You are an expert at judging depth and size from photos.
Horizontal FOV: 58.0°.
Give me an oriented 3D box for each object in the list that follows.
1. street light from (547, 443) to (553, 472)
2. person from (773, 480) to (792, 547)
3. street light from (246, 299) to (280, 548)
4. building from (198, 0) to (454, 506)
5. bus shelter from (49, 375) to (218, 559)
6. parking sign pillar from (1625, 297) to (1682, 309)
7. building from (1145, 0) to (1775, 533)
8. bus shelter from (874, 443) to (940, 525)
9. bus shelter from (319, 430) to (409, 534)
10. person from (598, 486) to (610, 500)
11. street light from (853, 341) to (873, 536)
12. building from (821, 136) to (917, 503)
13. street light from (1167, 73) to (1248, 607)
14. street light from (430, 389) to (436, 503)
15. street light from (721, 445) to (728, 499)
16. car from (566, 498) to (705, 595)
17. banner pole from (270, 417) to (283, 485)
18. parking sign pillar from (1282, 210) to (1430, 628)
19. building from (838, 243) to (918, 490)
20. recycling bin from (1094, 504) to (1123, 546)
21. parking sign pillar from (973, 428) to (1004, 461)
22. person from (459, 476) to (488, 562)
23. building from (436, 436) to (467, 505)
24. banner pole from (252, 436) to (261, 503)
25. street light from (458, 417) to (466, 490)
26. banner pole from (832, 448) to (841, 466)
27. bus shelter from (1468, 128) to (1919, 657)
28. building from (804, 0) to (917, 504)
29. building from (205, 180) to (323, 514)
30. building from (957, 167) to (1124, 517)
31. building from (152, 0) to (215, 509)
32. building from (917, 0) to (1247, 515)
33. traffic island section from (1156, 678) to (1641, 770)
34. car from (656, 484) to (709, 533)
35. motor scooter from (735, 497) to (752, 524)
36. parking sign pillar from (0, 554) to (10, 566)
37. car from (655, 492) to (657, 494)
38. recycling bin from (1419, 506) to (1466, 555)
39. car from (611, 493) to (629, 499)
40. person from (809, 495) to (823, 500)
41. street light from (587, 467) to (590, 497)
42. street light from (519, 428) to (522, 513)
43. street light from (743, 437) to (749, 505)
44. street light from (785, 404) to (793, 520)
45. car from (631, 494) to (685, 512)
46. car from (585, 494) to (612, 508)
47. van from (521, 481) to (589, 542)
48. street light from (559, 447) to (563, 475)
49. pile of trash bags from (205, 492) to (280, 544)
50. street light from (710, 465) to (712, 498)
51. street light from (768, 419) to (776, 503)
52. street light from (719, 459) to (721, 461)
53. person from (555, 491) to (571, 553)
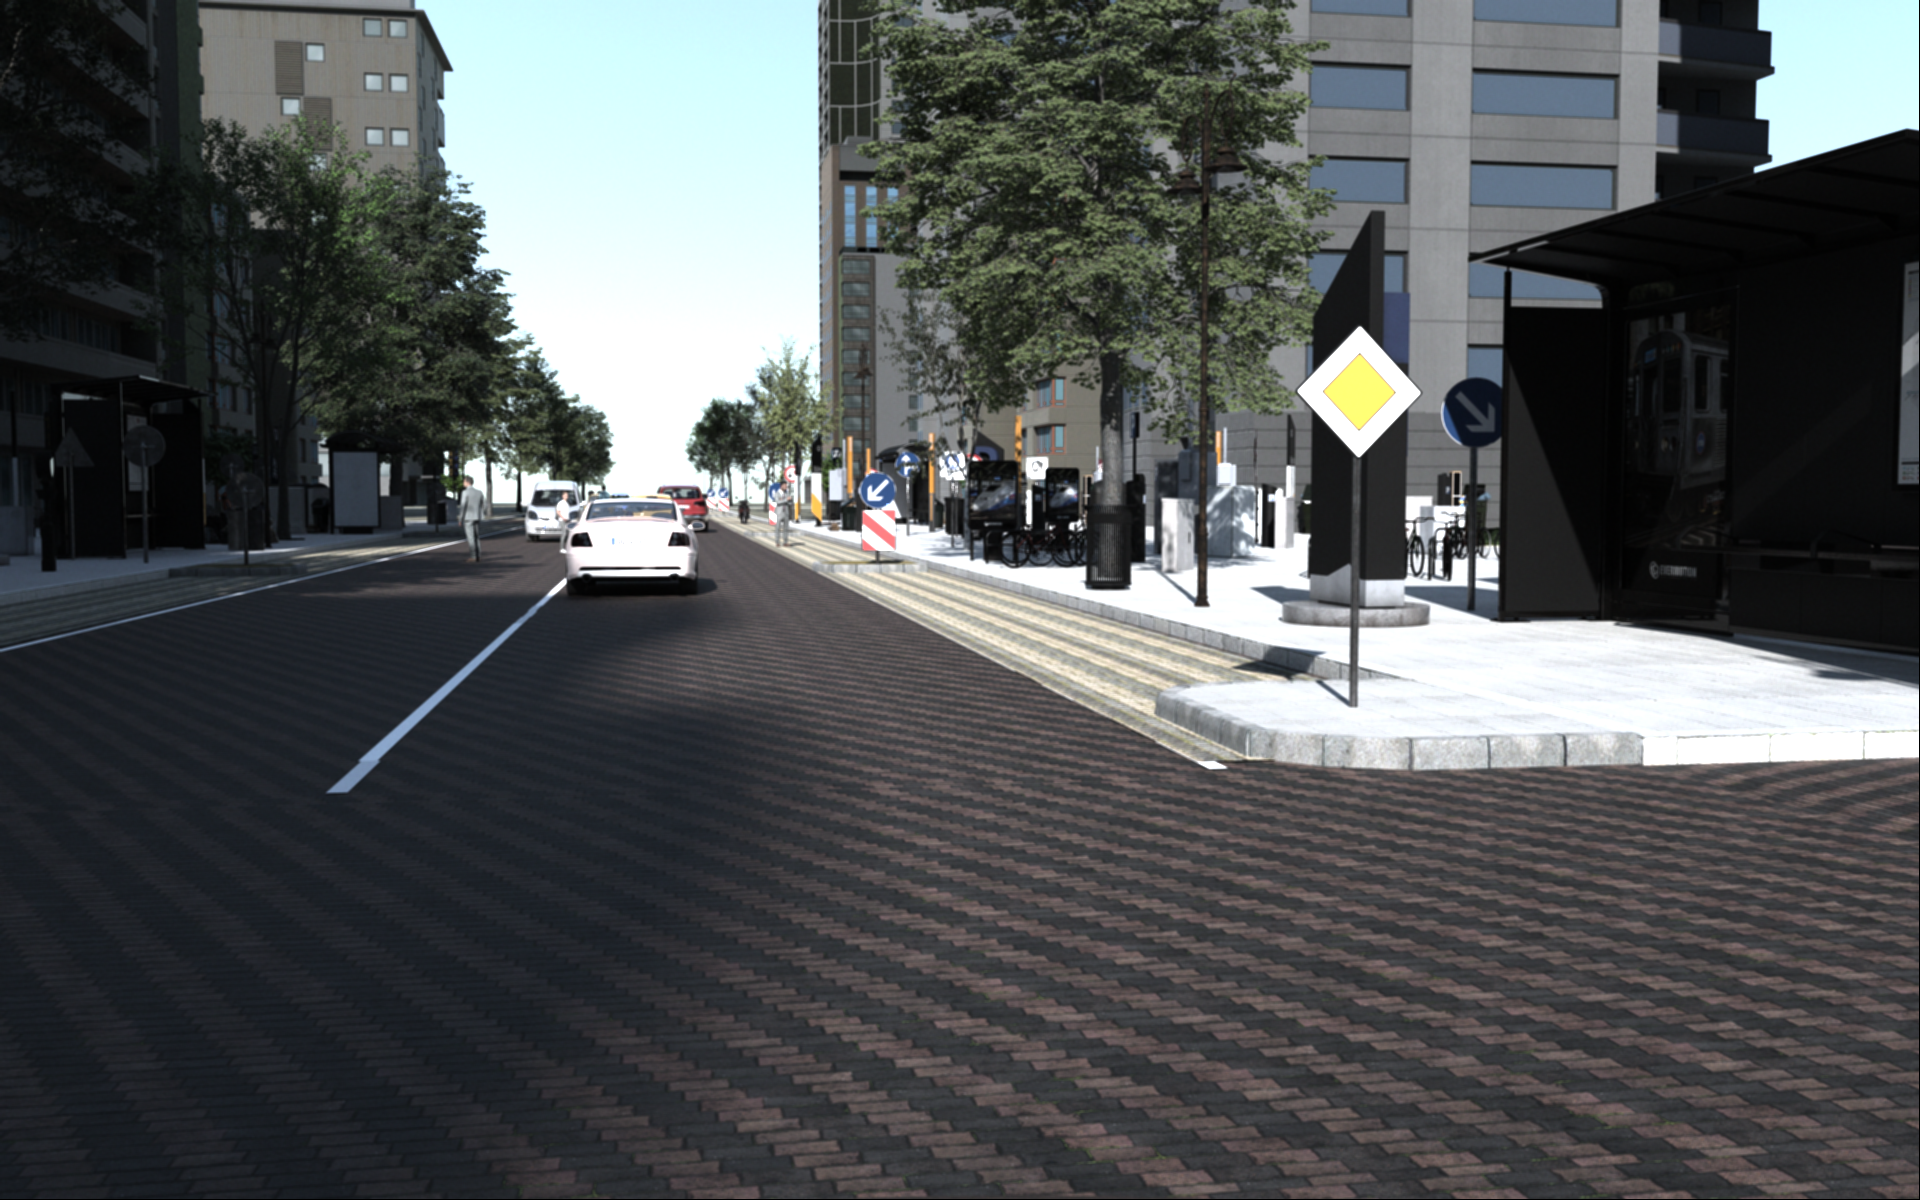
[{"bbox_3d":[-35.498,-10.835,149.934,0.468,5.910,1.993,-1,4,-10],"label":"street light"},{"bbox_3d":[-4.753,-2.326,46.709,0.466,1.800,0.511,3,5,44],"label":"person"},{"bbox_3d":[-16.536,-4.186,41.221,0.468,5.910,1.993,-1,4,-10],"label":"street light"},{"bbox_3d":[-70.295,-36.522,186.368,28.713,52.752,27.495,-1,4,-10],"label":"building"},{"bbox_3d":[-17.550,-2.804,37.133,1.731,3.624,6.357,-1,4,-10],"label":"bus shelter"},{"bbox_3d":[7.782,-1.909,19.681,1.447,3.967,1.447,-1,4,-17],"label":"parking sign pillar"},{"bbox_3d":[17.507,-32.310,70.262,21.231,58.520,28.212,-1,4,-10],"label":"building"},{"bbox_3d":[-2.197,-4.739,71.407,2.014,3.302,5.546,-1,4,-10],"label":"bus shelter"},{"bbox_3d":[-19.749,-3.899,57.680,2.014,3.302,5.546,-1,4,-10],"label":"bus shelter"},{"bbox_3d":[-16.327,-4.344,79.538,0.620,1.820,0.660,3,5,39],"label":"person"},{"bbox_3d":[-2.916,-4.859,52.234,0.468,5.910,1.993,-1,4,-10],"label":"street light"},{"bbox_3d":[-9.816,-34.713,217.664,14.600,45.320,14.200,-1,4,-10],"label":"building"},{"bbox_3d":[2.766,-2.864,19.610,0.468,5.910,1.993,-1,4,-10],"label":"street light"},{"bbox_3d":[-22.216,-6.139,73.166,0.468,5.910,1.993,-1,4,-10],"label":"street light"},{"bbox_3d":[-21.489,-11.439,159.815,0.468,5.910,1.993,-1,4,-10],"label":"street light"},{"bbox_3d":[-4.877,-0.833,25.987,2.083,1.381,4.827,-1,4,-9],"label":"car"},{"bbox_3d":[-21.997,-4.027,55.863,0.401,3.779,0.863,1,4,12],"label":"banner pole"},{"bbox_3d":[3.959,-1.759,17.227,1.447,3.967,1.447,-1,4,-13],"label":"parking sign pillar"},{"bbox_3d":[-7.499,-26.437,203.950,14.160,30.474,14.107,-1,4,-10],"label":"building"},{"bbox_3d":[3.681,-1.791,41.834,0.722,1.027,0.722,-1,4,-19],"label":"recycling bin"},{"bbox_3d":[1.111,-5.011,70.398,1.447,3.967,1.447,1,4,21],"label":"parking sign pillar"},{"bbox_3d":[-10.298,-1.711,36.569,0.391,1.810,0.635,2,4,24],"label":"person"},{"bbox_3d":[-77.141,-31.790,211.646,32.217,40.220,23.993,-1,4,-10],"label":"building"},{"bbox_3d":[-30.574,-5.221,75.374,0.863,3.779,0.401,3,5,41],"label":"banner pole"},{"bbox_3d":[-24.090,-6.802,84.007,0.468,5.910,1.993,-1,4,-10],"label":"street light"},{"bbox_3d":[-5.695,-5.648,82.355,0.863,3.779,0.401,1,4,17],"label":"banner pole"},{"bbox_3d":[6.403,-1.413,14.386,1.731,3.624,6.357,-1,4,-10],"label":"bus shelter"},{"bbox_3d":[-10.196,-48.697,234.440,20.563,71.187,20.611,-1,4,-10],"label":"building"},{"bbox_3d":[-56.344,-15.942,105.692,27.650,21.520,28.899,-1,4,-10],"label":"building"},{"bbox_3d":[15.894,-16.090,108.112,27.650,21.520,28.899,-1,4,-10],"label":"building"},{"bbox_3d":[-46.278,-24.554,85.057,14.154,41.232,14.086,-1,4,-10],"label":"building"},{"bbox_3d":[7.207,-36.246,134.621,21.231,58.520,28.212,-1,4,-10],"label":"building"},{"bbox_3d":[2.389,0.724,10.451,2.009,0.180,2.903,-1,4,-10],"label":"traffic island section"},{"bbox_3d":[-10.693,-3.495,65.817,2.281,1.827,5.304,-1,4,-12],"label":"car"},{"bbox_3d":[-10.419,-4.327,83.517,0.815,1.314,1.986,-1,4,-11],"label":"motor scooter"},{"bbox_3d":[-17.835,-2.595,30.901,1.447,3.967,1.447,0,4,0],"label":"parking sign pillar"},{"bbox_3d":[-34.832,-11.560,198.601,1.945,1.707,3.694,-1,4,-12],"label":"car"},{"bbox_3d":[10.210,-1.475,36.664,0.722,1.027,0.722,-1,4,-12],"label":"recycling bin"},{"bbox_3d":[-25.877,-7.475,131.802,1.945,1.707,3.694,0,4,-8],"label":"car"},{"bbox_3d":[-13.786,-9.590,165.302,1.348,1.823,0.705,0,4,6],"label":"person"},{"bbox_3d":[-49.400,-15.770,230.631,0.468,5.910,1.993,-1,4,-10],"label":"street light"},{"bbox_3d":[-29.795,-8.843,117.370,0.468,5.910,1.993,-1,4,-10],"label":"street light"},{"bbox_3d":[-15.773,-9.459,127.449,0.468,5.910,1.993,-1,4,-10],"label":"street light"},{"bbox_3d":[-8.279,-6.816,84.233,0.468,5.910,1.993,-1,4,-10],"label":"street light"},{"bbox_3d":[-9.288,-2.564,52.147,2.015,1.641,3.980,-1,4,-11],"label":"car"},{"bbox_3d":[-21.909,-5.829,105.522,2.015,1.641,3.980,-1,4,-8],"label":"car"},{"bbox_3d":[-12.393,-2.818,53.088,2.013,2.044,4.112,-1,4,-11],"label":"van"},{"bbox_3d":[-38.171,-11.795,165.641,0.468,5.910,1.993,-1,4,-10],"label":"street light"},{"bbox_3d":[-19.494,-2.166,45.173,3.447,1.369,1.912,1,4,21],"label":"pile of trash bags"},{"bbox_3d":[-30.078,-14.469,209.352,0.468,5.910,1.993,-1,4,-10],"label":"street light"},{"bbox_3d":[-10.198,-7.453,94.643,0.468,5.910,1.993,-1,4,-10],"label":"street light"},{"bbox_3d":[-24.384,-12.507,177.278,0.468,5.910,1.993,-1,4,-10],"label":"street light"},{"bbox_3d":[-9.597,-1.899,42.147,0.523,1.515,0.503,-1,4,-13],"label":"person"}]
